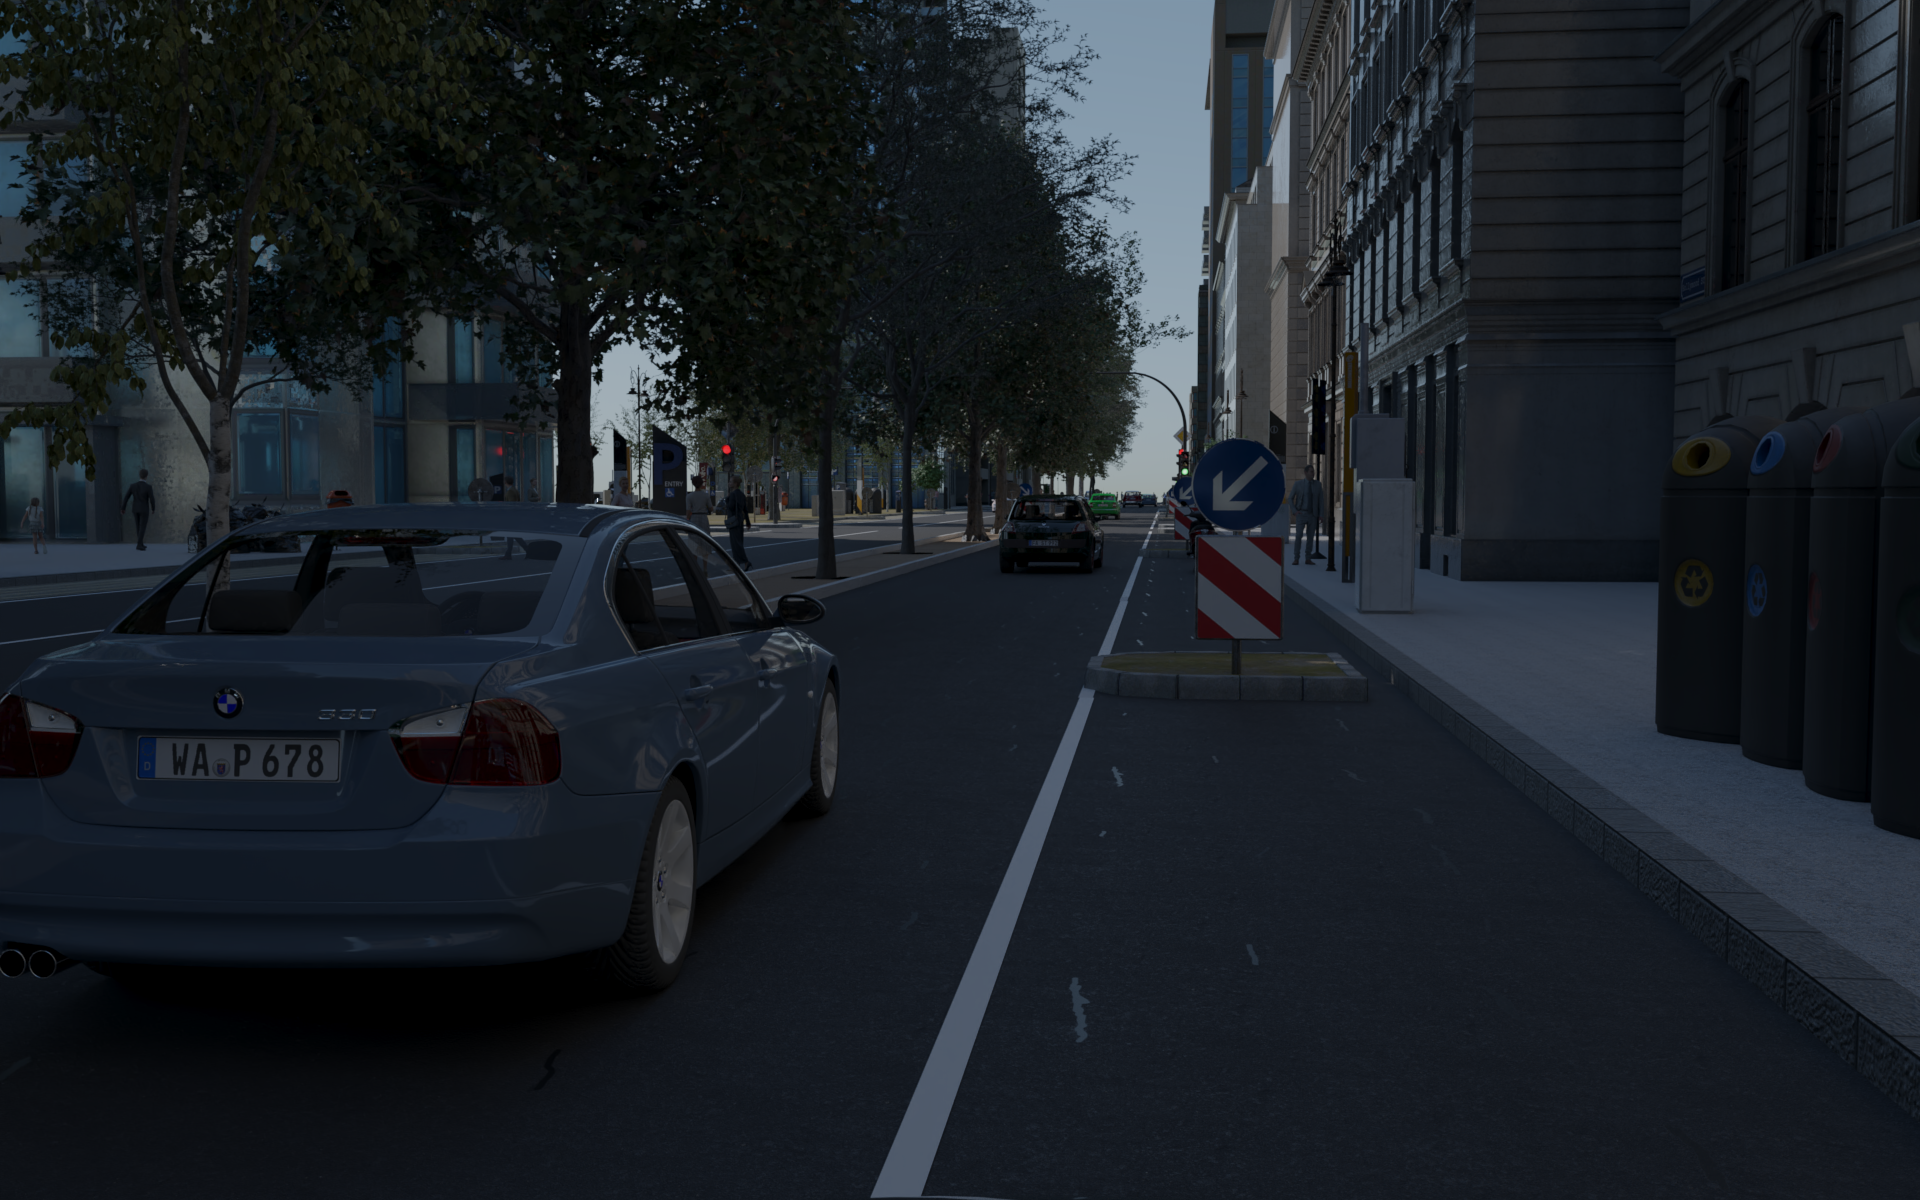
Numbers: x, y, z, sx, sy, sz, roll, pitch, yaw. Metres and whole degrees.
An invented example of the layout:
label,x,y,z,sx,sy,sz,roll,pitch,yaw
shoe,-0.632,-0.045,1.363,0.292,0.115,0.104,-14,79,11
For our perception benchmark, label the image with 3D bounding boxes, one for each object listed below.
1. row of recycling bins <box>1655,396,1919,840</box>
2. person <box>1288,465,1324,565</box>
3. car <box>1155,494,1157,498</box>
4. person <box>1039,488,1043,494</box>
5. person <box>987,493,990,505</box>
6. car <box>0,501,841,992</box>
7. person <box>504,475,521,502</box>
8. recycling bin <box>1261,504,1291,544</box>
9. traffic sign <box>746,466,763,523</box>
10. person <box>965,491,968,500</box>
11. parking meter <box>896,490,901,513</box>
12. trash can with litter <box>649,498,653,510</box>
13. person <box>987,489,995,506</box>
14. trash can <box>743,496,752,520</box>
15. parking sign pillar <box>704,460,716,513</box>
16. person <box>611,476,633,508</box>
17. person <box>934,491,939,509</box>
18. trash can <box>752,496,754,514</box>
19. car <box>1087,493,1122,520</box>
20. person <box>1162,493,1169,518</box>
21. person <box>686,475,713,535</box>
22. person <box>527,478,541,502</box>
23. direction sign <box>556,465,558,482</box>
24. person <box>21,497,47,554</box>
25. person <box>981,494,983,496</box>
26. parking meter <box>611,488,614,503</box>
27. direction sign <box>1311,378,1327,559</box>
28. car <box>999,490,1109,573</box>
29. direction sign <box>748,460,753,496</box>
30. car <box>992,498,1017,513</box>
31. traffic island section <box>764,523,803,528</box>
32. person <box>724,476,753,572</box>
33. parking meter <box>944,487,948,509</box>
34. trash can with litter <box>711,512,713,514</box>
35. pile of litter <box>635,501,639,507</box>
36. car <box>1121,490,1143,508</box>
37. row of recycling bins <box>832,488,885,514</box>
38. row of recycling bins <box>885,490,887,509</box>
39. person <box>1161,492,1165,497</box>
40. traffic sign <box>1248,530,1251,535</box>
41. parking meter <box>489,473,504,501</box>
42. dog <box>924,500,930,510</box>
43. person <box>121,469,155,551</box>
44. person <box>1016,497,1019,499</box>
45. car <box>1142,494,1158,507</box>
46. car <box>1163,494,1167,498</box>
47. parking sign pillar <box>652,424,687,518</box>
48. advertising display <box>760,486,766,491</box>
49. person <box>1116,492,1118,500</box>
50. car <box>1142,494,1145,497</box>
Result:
label,x,y,z,sx,sy,sz,roll,pitch,yaw
row of recycling bins,4.107,-0.045,7.852,1.069,1.692,3.534,0,4,5
person,6.292,-1.548,31.452,0.635,1.810,0.391,-1,4,-11
car,32.289,-17.176,291.053,2.015,1.641,3.980,0,4,8
person,3.733,-4.290,79.649,0.512,1.701,0.522,1,4,15
person,3.436,-11.382,195.359,0.991,1.433,0.599,2,4,34
car,-1.570,0.346,6.340,2.014,1.417,4.499,0,4,5
person,-9.759,-1.806,37.946,0.836,1.842,0.656,-2,4,-34
recycling bin,8.209,-1.985,45.013,0.722,1.027,0.722,1,4,14
traffic sign,-9.222,-4.747,77.719,0.768,2.556,0.104,1,4,9
person,0.748,-7.981,139.340,0.716,1.782,0.532,-2,4,-35
parking meter,-4.225,-6.764,119.005,0.372,1.533,0.369,0,3,0
trash can with litter,-13.861,-4.114,78.644,0.624,1.170,1.055,1,4,15
person,3.583,-11.412,192.707,1.350,1.814,0.705,2,4,31
trash can,-10.960,-4.588,86.667,0.748,1.137,0.748,0,3,0
parking sign pillar,-16.874,-7.843,116.711,1.447,3.967,1.447,-2,4,-27
person,-6.066,-1.294,30.336,0.598,1.740,0.731,1,4,14
person,-2.029,-8.518,145.320,0.555,1.821,0.388,2,4,33
trash can,-13.760,-6.221,113.374,0.748,1.137,0.748,0,3,0
car,8.116,-5.425,97.488,1.959,1.807,4.718,0,4,7
person,11.995,-5.453,100.260,0.523,1.515,0.503,-3,4,-36
person,-4.517,-1.282,30.024,0.480,1.755,0.524,-1,4,-16
person,-12.739,-2.771,51.903,0.362,1.759,0.519,0,4,7
direction sign,-31.290,-8.805,135.957,0.876,3.537,0.379,1,4,14
person,-19.742,-1.581,36.914,0.505,1.210,0.382,-1,4,-22
person,2.121,-11.076,187.673,0.617,1.759,0.750,1,4,19
parking meter,-15.084,-4.119,75.749,0.372,1.533,0.369,0,3,0
direction sign,7.077,-2.582,34.214,0.379,3.537,0.876,2,4,28
car,1.776,-1.409,32.826,2.009,1.686,4.222,1,4,8
direction sign,-13.873,-7.505,114.698,0.379,3.537,0.876,1,4,14
car,3.528,-7.445,134.092,2.083,1.381,4.827,0,4,5
traffic island section,-7.932,-3.184,74.341,2.009,0.180,2.903,0,4,7
person,-4.095,-1.420,32.135,0.534,1.772,0.576,0,4,-1
parking meter,-1.208,-8.535,145.255,0.255,1.863,0.399,1,4,15
trash can with litter,-16.078,-6.128,111.249,1.678,1.210,2.233,0,4,-2
pile of litter,-22.429,-6.437,119.212,1.176,0.858,1.719,0,4,-2
car,18.143,-10.629,182.457,2.281,1.827,5.304,0,4,5
row of recycling bins,-6.849,-6.463,112.781,3.534,1.692,1.069,0,4,0
row of recycling bins,-7.525,-8.534,146.646,1.069,1.692,3.534,3,5,42
person,33.638,-16.926,285.969,0.721,1.736,1.217,-3,4,-36
traffic sign,8.341,-3.043,49.862,0.768,2.556,0.104,1,4,11
parking meter,-12.765,-2.567,47.686,0.399,1.863,0.255,-1,4,-23
dog,-2.472,-7.544,137.726,0.800,0.831,0.513,-1,4,-9
person,-18.591,-2.051,39.359,0.659,1.850,0.755,0,3,0
person,5.412,-9.520,164.972,0.721,1.723,1.217,3,5,40
car,21.499,-11.311,196.934,2.014,1.417,4.499,1,4,8
car,28.570,-13.882,236.555,1.945,1.707,3.694,0,4,8
parking sign pillar,-11.115,-4.763,66.345,1.447,3.967,1.447,0,4,-5
advertising display,-15.282,-7.933,134.911,0.123,1.923,0.974,0,4,4
person,23.633,-15.431,260.793,0.705,1.824,1.348,1,4,11
car,23.938,-13.053,222.213,1.959,1.807,4.718,0,4,6
